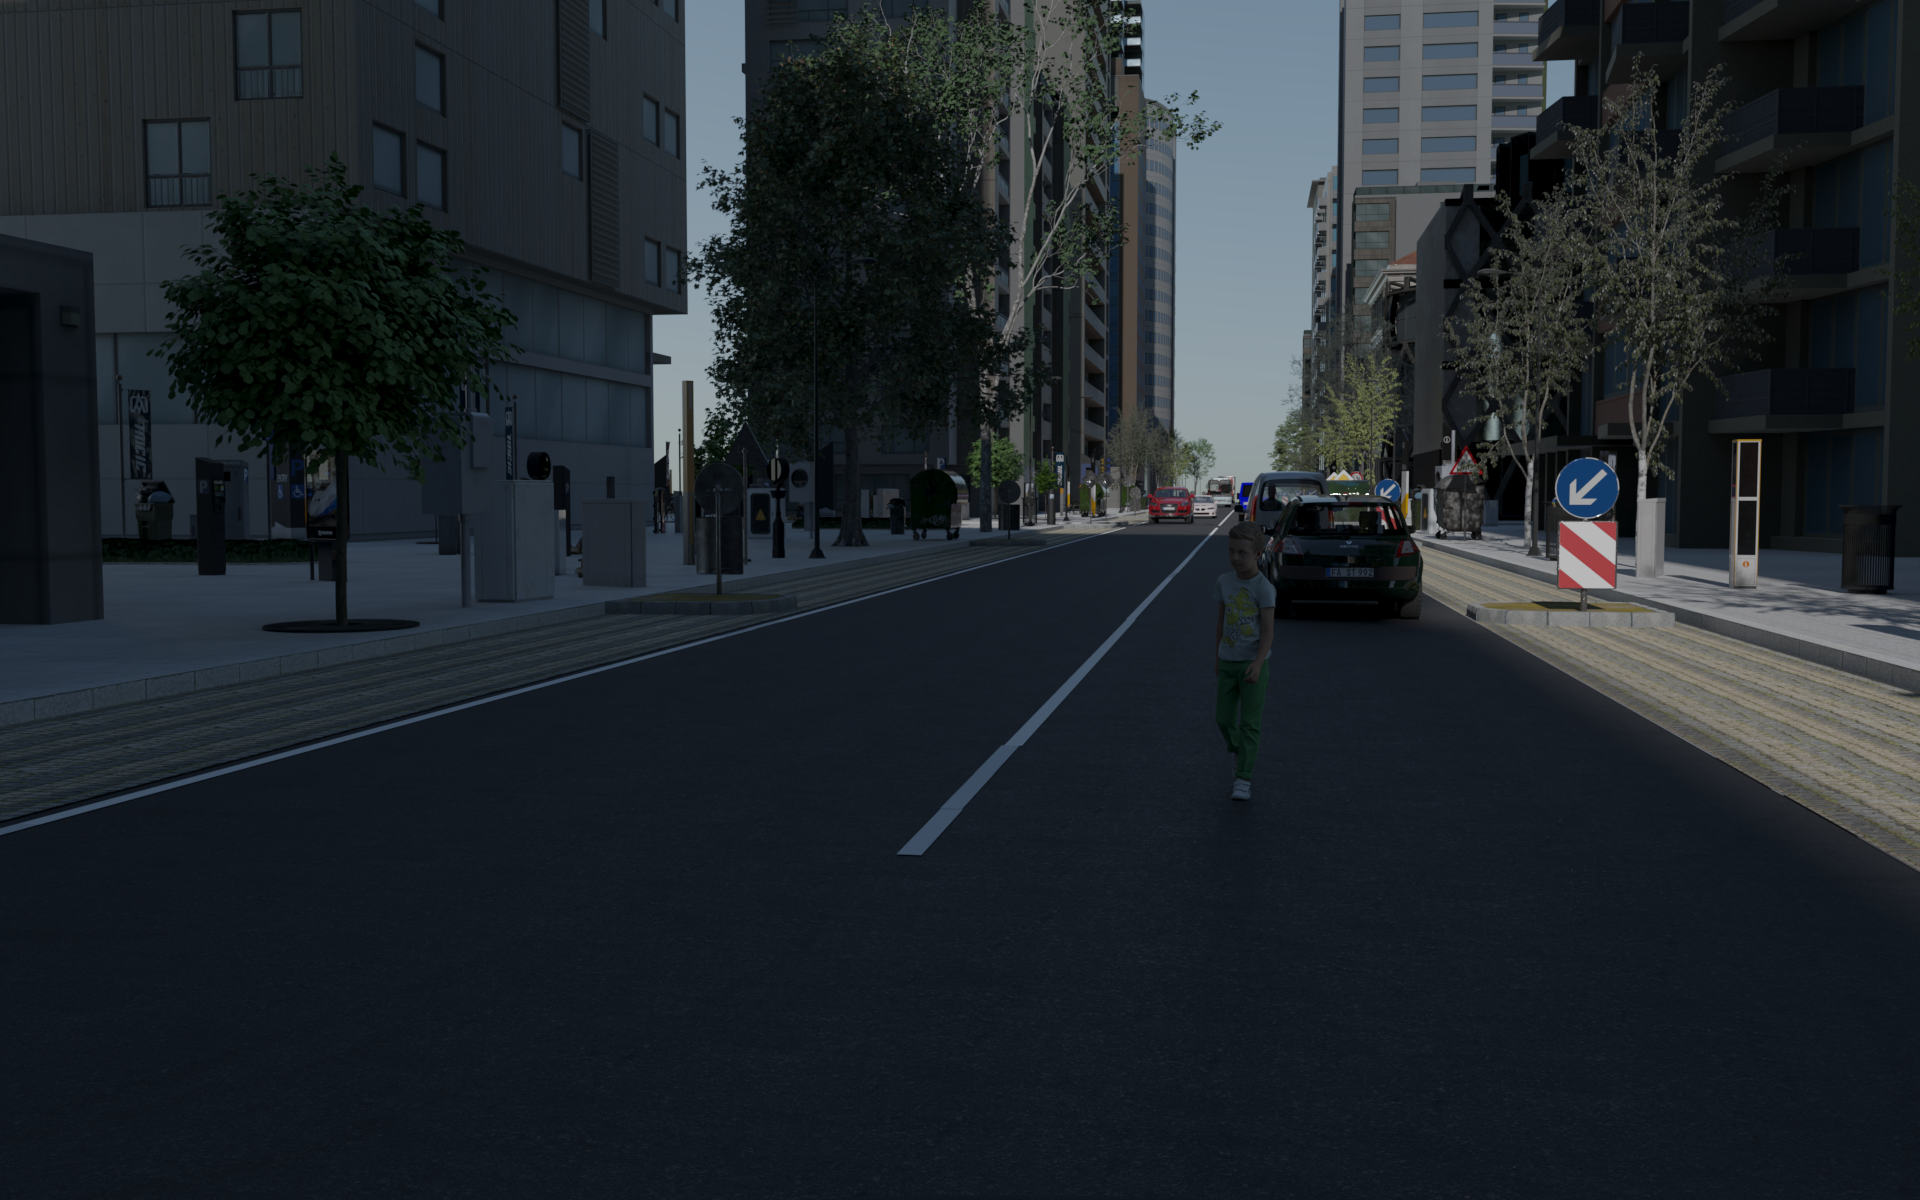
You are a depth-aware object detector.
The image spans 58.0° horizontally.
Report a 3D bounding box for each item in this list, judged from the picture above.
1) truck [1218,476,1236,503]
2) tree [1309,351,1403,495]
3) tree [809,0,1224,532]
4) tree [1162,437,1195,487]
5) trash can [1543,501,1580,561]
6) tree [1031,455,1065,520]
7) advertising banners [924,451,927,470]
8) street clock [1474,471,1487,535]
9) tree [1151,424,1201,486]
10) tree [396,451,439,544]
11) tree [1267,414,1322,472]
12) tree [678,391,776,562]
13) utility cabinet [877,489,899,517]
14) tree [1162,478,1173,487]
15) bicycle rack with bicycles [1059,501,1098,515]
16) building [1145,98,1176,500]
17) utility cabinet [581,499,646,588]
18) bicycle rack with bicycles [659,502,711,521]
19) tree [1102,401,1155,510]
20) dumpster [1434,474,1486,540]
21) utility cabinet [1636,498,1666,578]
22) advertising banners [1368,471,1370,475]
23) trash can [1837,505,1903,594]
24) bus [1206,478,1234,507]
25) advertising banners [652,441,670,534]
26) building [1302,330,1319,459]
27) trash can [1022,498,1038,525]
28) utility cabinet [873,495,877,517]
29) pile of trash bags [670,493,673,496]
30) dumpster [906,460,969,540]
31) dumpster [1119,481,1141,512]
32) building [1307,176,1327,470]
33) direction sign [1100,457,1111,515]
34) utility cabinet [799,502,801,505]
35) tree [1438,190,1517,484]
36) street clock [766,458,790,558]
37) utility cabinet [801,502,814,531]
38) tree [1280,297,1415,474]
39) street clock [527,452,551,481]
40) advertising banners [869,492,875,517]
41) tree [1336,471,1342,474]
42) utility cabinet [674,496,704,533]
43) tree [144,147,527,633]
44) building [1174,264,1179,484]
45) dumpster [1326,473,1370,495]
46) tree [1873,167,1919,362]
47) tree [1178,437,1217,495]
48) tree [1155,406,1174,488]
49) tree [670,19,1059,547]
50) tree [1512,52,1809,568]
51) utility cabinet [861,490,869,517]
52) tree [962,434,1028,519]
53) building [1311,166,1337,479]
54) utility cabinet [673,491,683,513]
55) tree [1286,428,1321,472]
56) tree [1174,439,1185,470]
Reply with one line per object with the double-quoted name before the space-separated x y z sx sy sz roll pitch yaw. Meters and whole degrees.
"truck" 42.085 -17.401 273.411 2.839 4.237 11.283 1 4 11
"tree" 20.676 -8.440 88.349 4.737 8.622 4.395 0 3 0
"tree" 1.646 -12.279 56.647 12.611 20.169 13.585 0 3 0
"tree" 27.711 -16.505 220.218 4.737 8.622 4.395 0 3 0
"trash can" 11.539 -1.315 33.160 0.748 1.137 0.748 0 3 0
"tree" 4.209 -5.494 84.431 1.663 3.219 1.824 0 3 0
"advertising banners" -1.536 -4.517 70.049 0.090 3.025 2.074 1 4 11
"street clock" 15.983 -2.987 53.407 0.471 2.002 0.358 2 4 26
"tree" 28.774 -18.151 231.178 8.767 10.594 7.601 -3 5 -40
"tree" -13.398 -3.055 44.545 1.663 3.219 1.824 0 3 0
"tree" 45.273 -19.333 234.222 7.486 12.596 7.792 0 3 0
"tree" -4.607 -2.339 32.844 1.663 3.219 1.824 0 3 0
"utility cabinet" -2.955 -3.838 71.432 0.318 1.500 1.173 2 4 32
"tree" 23.682 -12.278 195.345 1.663 3.219 1.824 0 3 0
"bicycle rack with bicycles" 7.633 -5.776 107.815 2.925 0.926 2.852 0 4 -2
"building" 20.564 -43.628 255.312 21.231 58.520 28.212 1 4 9
"utility cabinet" -4.816 -0.793 24.121 1.020 1.237 0.306 3 4 36
"bicycle rack with bicycles" -12.993 -4.331 84.193 2.925 0.926 2.852 3 5 44
"tree" 13.414 -11.554 139.262 4.360 8.622 3.978 0 3 0
"dumpster" 14.084 -2.631 48.768 1.264 1.857 1.865 1 4 9
"utility cabinet" 10.765 -0.969 27.009 0.306 1.237 1.020 2 4 29
"advertising banners" 30.385 -8.150 129.434 0.090 3.025 2.074 2 4 26
"trash can" 11.707 -0.652 22.316 0.748 1.137 0.748 0 3 0
"bus" 28.392 -11.896 189.353 2.948 3.499 13.247 1 4 9
"advertising banners" -9.770 -3.709 56.824 0.090 3.025 2.074 0 4 6
"building" 66.543 -32.390 301.283 14.160 30.474 14.107 1 4 9
"trash can" 2.884 -3.657 71.443 0.748 1.137 0.748 0 3 0
"utility cabinet" -3.747 -4.321 81.807 0.306 1.237 1.020 -2 4 -28
"pile of trash bags" -24.311 -7.809 137.435 3.447 1.369 1.912 -2 4 -30
"dumpster" -0.649 -2.819 48.577 1.502 2.255 1.985 1 4 9
"dumpster" 12.486 -7.635 127.325 1.502 2.255 1.985 1 4 9
"building" 70.637 -42.180 278.874 28.713 52.752 27.495 1 4 9
"direction sign" 8.803 -6.911 104.993 0.379 3.537 0.876 -3 4 -39
"utility cabinet" -8.046 -4.927 91.714 1.020 1.237 0.306 2 4 30
"tree" 13.385 -5.528 40.747 4.360 8.622 3.978 0 3 0
"street clock" -3.636 -1.841 34.665 0.358 2.002 0.471 -3 5 -44
"utility cabinet" -5.150 -2.998 60.180 0.306 1.237 1.020 -1 4 -19
"tree" 24.991 -12.076 107.819 12.009 13.543 11.850 0 3 0
"street clock" -7.223 -1.540 29.755 0.358 2.002 0.471 1 4 13
"advertising banners" -4.912 -5.707 89.493 0.090 3.025 2.074 2 4 27
"tree" 28.518 -8.287 130.095 1.663 3.219 1.824 0 3 0
"utility cabinet" -8.986 -2.831 57.446 0.306 1.237 1.020 3 5 44
"tree" -5.893 -2.003 16.466 4.285 4.588 4.351 0 3 0
"building" 23.990 -40.711 285.224 23.786 49.044 30.456 1 4 9
"dumpster" 15.149 -3.880 68.388 1.985 2.255 1.502 1 4 10
"tree" 17.904 -4.828 29.307 4.737 8.622 4.395 0 3 0
"tree" 42.715 -23.679 312.906 9.928 11.665 9.643 0 3 0
"tree" 14.693 -11.896 144.855 4.360 8.622 3.978 0 3 0
"tree" -2.641 -7.672 42.447 9.611 12.733 9.660 0 3 0
"tree" 12.025 -4.855 29.740 4.360 8.622 3.978 0 3 0
"utility cabinet" -5.078 -4.698 85.486 1.173 1.500 0.318 -2 4 -32
"tree" 1.788 -6.413 88.560 4.285 4.588 4.351 0 3 0
"building" 62.774 -38.616 250.975 23.786 49.044 30.456 1 4 9
"utility cabinet" -18.007 -6.238 110.674 0.318 1.500 1.173 0 4 6
"tree" 37.430 -14.558 188.383 4.360 8.622 3.978 0 3 0
"tree" 19.058 -13.129 165.020 4.360 8.622 3.978 0 3 0
